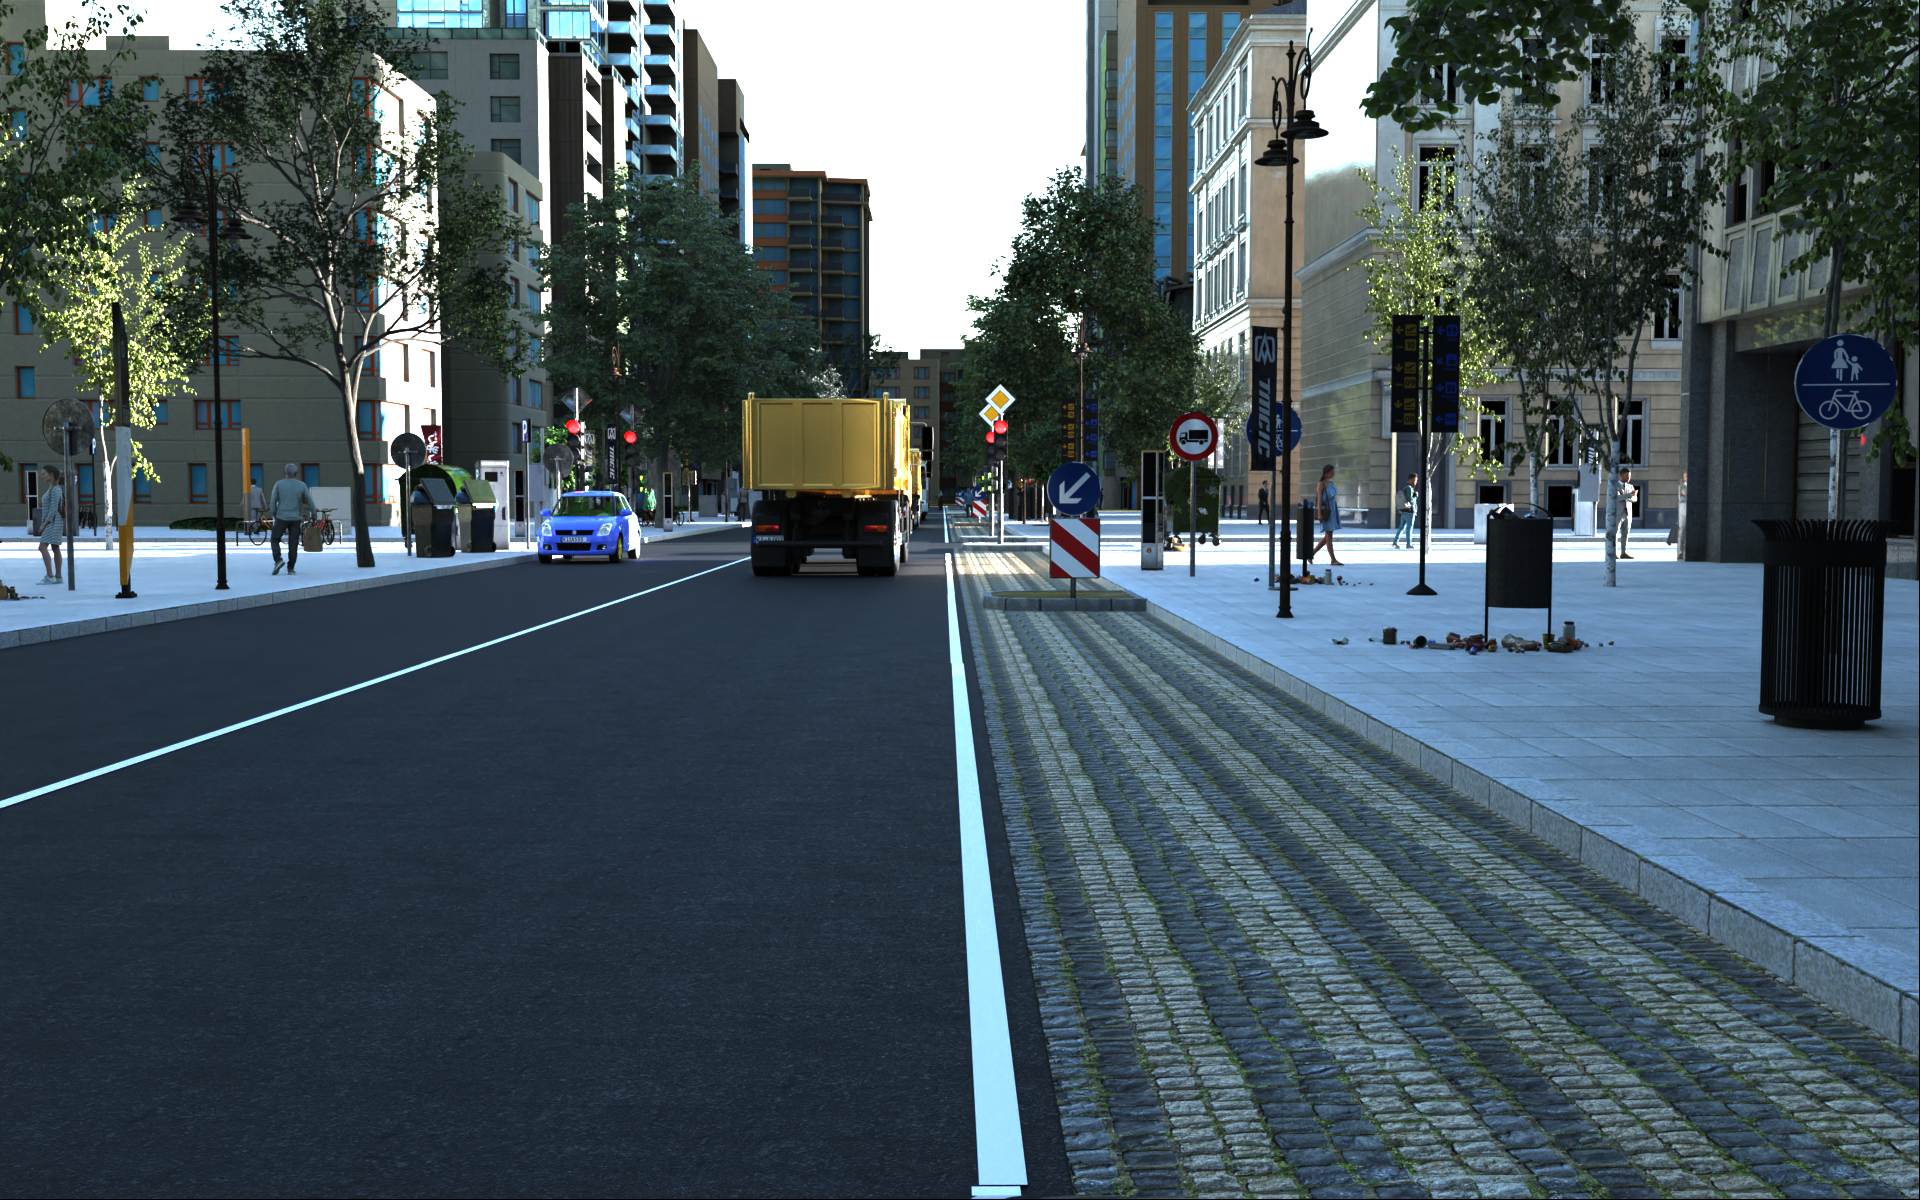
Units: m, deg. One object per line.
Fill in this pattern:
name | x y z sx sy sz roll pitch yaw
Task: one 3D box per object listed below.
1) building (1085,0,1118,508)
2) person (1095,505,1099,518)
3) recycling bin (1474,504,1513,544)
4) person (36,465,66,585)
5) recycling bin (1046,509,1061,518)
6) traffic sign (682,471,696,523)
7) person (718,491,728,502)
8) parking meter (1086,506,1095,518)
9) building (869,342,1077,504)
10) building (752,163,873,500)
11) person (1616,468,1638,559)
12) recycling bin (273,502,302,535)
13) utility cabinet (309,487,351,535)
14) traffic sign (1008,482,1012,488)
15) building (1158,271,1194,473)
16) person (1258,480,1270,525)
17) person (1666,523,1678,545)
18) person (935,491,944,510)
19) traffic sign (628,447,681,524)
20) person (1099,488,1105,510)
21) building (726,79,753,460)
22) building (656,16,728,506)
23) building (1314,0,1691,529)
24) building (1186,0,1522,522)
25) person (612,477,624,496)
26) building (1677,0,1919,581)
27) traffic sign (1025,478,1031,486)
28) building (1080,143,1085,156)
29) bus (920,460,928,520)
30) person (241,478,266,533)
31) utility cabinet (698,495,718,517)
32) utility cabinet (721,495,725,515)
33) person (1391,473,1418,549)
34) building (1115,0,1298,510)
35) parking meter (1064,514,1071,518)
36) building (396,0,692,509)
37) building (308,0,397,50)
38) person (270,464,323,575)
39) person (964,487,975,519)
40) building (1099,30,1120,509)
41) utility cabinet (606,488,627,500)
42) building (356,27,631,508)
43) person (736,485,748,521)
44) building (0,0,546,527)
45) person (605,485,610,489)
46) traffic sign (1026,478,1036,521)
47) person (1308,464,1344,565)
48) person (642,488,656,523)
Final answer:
building | 23.332 -38.868 177.495 21.231 58.520 28.212 0 4 -1
person | 7.272 -5.323 93.911 0.643 1.720 0.563 -1 4 -9
recycling bin | 13.635 -1.939 44.250 0.722 1.027 0.722 -3 5 -40
person | -12.970 -1.083 24.748 0.522 1.701 0.512 -3 4 -36
recycling bin | 4.997 -4.938 93.294 0.722 1.027 0.722 1 4 23
traffic sign | -11.857 -4.507 75.817 0.606 2.300 0.079 0 4 8
person | -18.773 -8.119 138.788 0.705 1.824 1.348 3 5 43
parking meter | 5.519 -3.963 73.210 0.372 1.533 0.369 0 3 0
building | 2.675 -23.886 235.568 28.899 21.520 27.650 0 4 -1
building | -26.320 -35.313 231.997 28.867 44.769 22.147 0 4 -1
person | 13.106 -1.709 34.167 0.511 1.800 0.466 -2 4 -31
recycling bin | -21.310 -2.589 54.878 0.722 1.027 0.722 0 4 -5
utility cabinet | -19.686 -2.781 54.155 1.173 1.500 0.318 -2 4 -32
traffic sign | 3.530 -7.693 127.912 0.606 2.300 0.079 0 4 5
building | 21.971 -15.414 119.467 16.820 18.784 16.811 0 4 -1
person | 12.764 -4.067 72.323 0.659 1.850 0.755 -2 4 -35
person | 18.167 -2.226 42.653 0.699 1.804 1.509 -1 4 -11
person | -1.795 -8.817 153.385 0.721 1.736 1.217 -3 5 -43
traffic sign | -13.089 -4.909 74.130 2.265 3.308 0.079 0 4 2
person | 11.613 -8.264 141.606 0.568 1.767 0.683 -1 4 -20
building | -29.875 -32.654 184.000 14.200 45.320 14.600 0 4 -1
building | -30.724 -31.492 165.005 14.600 45.320 14.200 0 4 -1
building | 24.635 -17.322 69.126 20.117 28.700 13.634 0 4 -1
building | 20.392 -18.913 95.132 13.634 28.700 20.117 0 4 -1
person | -11.177 -3.076 56.105 0.755 1.850 0.659 2 4 25
building | 19.856 -12.513 22.614 12.078 24.808 19.932 0 4 -1
traffic sign | 3.795 -5.865 95.999 0.768 2.556 0.104 0 4 4
building | 31.068 -39.545 235.798 27.495 52.752 28.713 0 4 -1
bus | -3.252 -6.337 98.463 2.948 3.499 13.247 0 4 -3
person | -22.674 -3.016 55.636 0.678 1.792 0.850 -3 5 -40
utility cabinet | -14.009 -5.210 96.338 1.020 1.237 0.306 0 4 6
utility cabinet | -14.647 -5.901 107.644 0.306 1.237 1.020 0 4 -4
person | 10.479 -2.087 40.511 0.721 1.781 0.623 -1 4 -16
building | 20.444 -30.081 141.940 14.600 45.320 14.200 0 4 -1
parking meter | 5.110 -4.663 81.945 0.399 1.863 0.255 1 4 20
building | -33.683 -50.672 141.160 22.319 86.520 31.000 0 4 -1
building | -51.506 -39.005 179.722 28.212 58.520 21.231 0 4 -1
person | -10.629 -1.296 27.712 0.782 1.767 0.515 -2 4 -28
person | 0.557 -5.441 97.474 0.660 1.820 0.620 0 4 2
building | 19.525 -28.947 156.875 14.154 41.232 14.086 0 4 -1
utility cabinet | -13.242 -3.559 66.866 0.318 1.500 1.173 -3 5 -39
building | -29.533 -20.773 111.332 14.160 30.474 14.107 0 4 -1
person | -10.228 -4.586 81.200 0.592 1.802 0.473 -2 4 -24
building | -36.844 -14.498 82.083 27.650 21.520 28.899 0 4 -1
person | -17.154 -4.742 83.761 0.537 1.800 0.526 -3 5 -40
traffic sign | 3.581 -5.012 81.954 0.884 2.594 0.081 0 4 4
person | 6.539 -1.525 31.071 0.616 1.811 0.778 -3 5 -44
person | -13.664 -4.267 76.060 0.600 1.795 0.529 -2 4 -32
